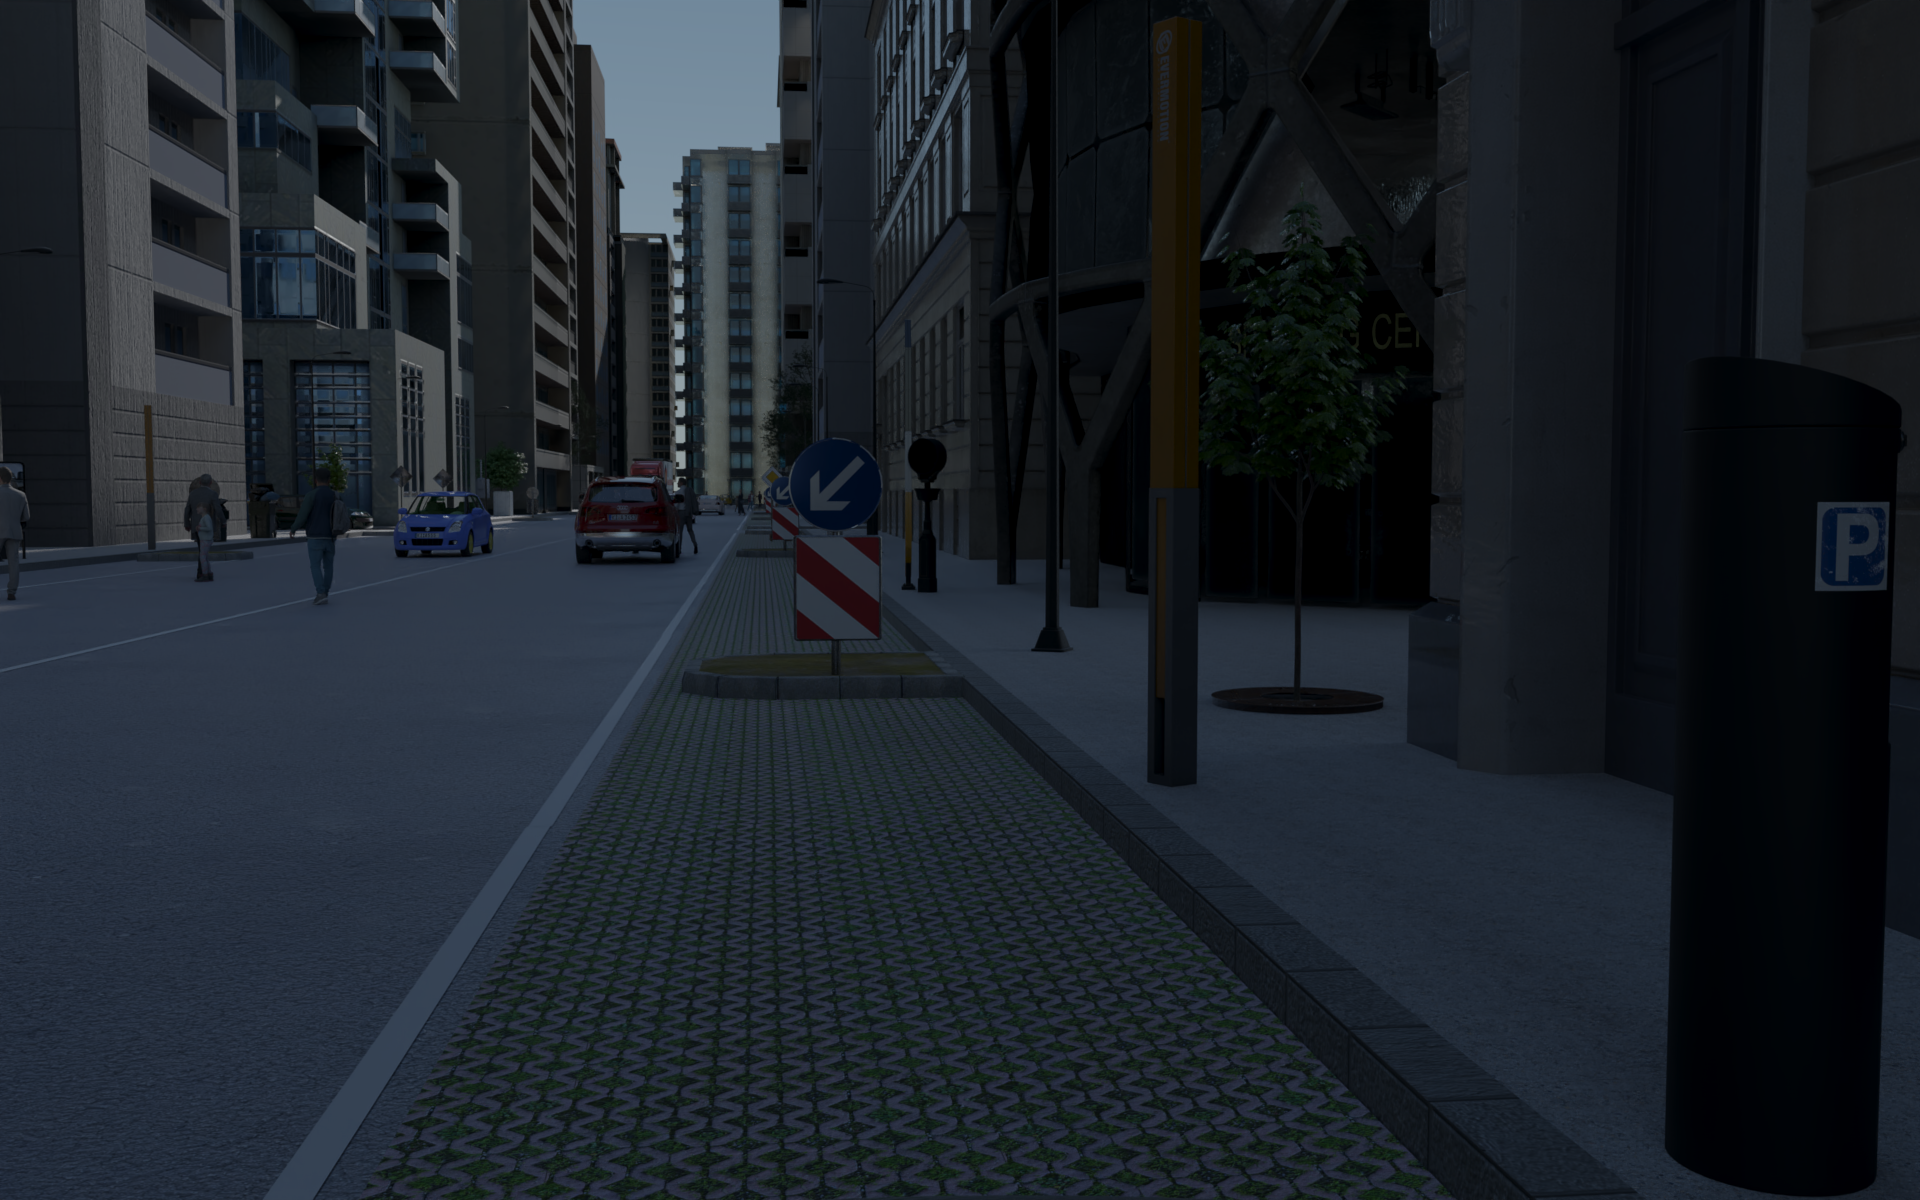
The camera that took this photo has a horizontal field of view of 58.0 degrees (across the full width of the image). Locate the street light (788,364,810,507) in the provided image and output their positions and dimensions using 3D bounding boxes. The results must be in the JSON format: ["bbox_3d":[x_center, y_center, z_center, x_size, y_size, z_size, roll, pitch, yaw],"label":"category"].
[{"bbox_3d":[-5.301,-5.475,62.056,1.470,5.913,1.316,0,4,-7],"label":"street light"}]

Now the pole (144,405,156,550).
[{"bbox_3d":[-18.617,-2.811,39.809,0.158,3.312,0.155,0,3,0],"label":"pole"}]

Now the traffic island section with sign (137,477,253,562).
[{"bbox_3d":[-16.604,-1.784,37.792,1.989,1.847,2.006,0,4,-7],"label":"traffic island section with sign"}]

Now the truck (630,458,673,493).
[{"bbox_3d":[-24.600,-9.124,138.088,2.839,4.237,11.283,0,4,-5],"label":"truck"}]

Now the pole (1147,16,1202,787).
[{"bbox_3d":[0.940,-0.840,7.581,0.158,3.312,0.155,0,3,0],"label":"pole"}]

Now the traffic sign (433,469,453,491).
[{"bbox_3d":[-20.429,-3.965,68.473,0.795,2.450,0.064,0,4,-7],"label":"traffic sign"}]

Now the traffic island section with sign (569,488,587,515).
[{"bbox_3d":[-26.056,-6.831,120.315,1.989,1.847,2.006,0,4,-7],"label":"traffic island section with sign"}]

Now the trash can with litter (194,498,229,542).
[{"bbox_3d":[-20.082,-2.135,46.290,1.055,1.170,0.624,1,4,16],"label":"trash can with litter"}]

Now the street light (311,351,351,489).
[{"bbox_3d":[-20.421,-5.117,56.212,1.470,5.913,1.316,0,4,-7],"label":"street light"}]

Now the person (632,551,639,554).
[{"bbox_3d":[-7.868,-2.033,41.868,0.709,1.813,0.853,-3,4,-37],"label":"person"}]

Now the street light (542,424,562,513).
[{"bbox_3d":[-27.232,-8.745,115.518,1.470,5.913,1.316,0,4,-7],"label":"street light"}]

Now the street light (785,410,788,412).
[{"bbox_3d":[-6.460,-6.110,72.439,1.470,5.913,1.316,0,4,-7],"label":"street light"}]

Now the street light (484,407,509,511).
[{"bbox_3d":[-24.646,-7.305,91.985,1.470,5.913,1.316,0,4,-7],"label":"street light"}]

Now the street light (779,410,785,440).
[{"bbox_3d":[-9.131,-7.549,95.962,1.470,5.913,1.316,0,4,-7],"label":"street light"}]

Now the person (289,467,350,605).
[{"bbox_3d":[-8.331,-0.843,22.636,0.721,1.781,0.623,2,4,31],"label":"person"}]

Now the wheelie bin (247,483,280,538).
[{"bbox_3d":[-20.249,-2.593,50.308,0.980,1.594,0.693,0,4,-4],"label":"wheelie bin"}]

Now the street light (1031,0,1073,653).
[{"bbox_3d":[0.217,-2.533,13.954,1.470,5.913,1.316,0,4,-7],"label":"street light"}]

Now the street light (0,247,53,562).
[{"bbox_3d":[-17.773,-3.679,32.686,1.470,5.913,1.316,0,4,-7],"label":"street light"}]

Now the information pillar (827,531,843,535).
[{"bbox_3d":[-3.320,-2.536,45.958,0.304,2.012,0.304,2,4,32],"label":"information pillar"}]

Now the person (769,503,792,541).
[{"bbox_3d":[-5.351,-2.662,52.124,0.778,1.811,0.616,-3,5,-40],"label":"person"}]

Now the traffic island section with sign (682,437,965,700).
[{"bbox_3d":[-1.062,-0.264,12.946,1.989,1.847,2.006,0,4,-7],"label":"traffic island section with sign"}]

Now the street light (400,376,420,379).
[{"bbox_3d":[-21.900,-5.847,68.144,1.470,5.913,1.316,0,4,-7],"label":"street light"}]

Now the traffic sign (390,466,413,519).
[{"bbox_3d":[-19.520,-3.480,60.539,0.795,2.450,0.064,0,4,-7],"label":"traffic sign"}]

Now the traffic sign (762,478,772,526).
[{"bbox_3d":[-7.616,-4.053,69.914,0.795,2.450,0.064,0,4,-7],"label":"traffic sign"}]

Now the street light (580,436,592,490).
[{"bbox_3d":[-30.007,-10.202,139.345,1.470,5.913,1.316,0,4,-7],"label":"street light"}]

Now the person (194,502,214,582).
[{"bbox_3d":[-12.362,-0.950,28.313,0.425,1.301,0.394,3,5,39],"label":"person"}]

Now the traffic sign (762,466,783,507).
[{"bbox_3d":[-6.707,-3.568,61.980,0.795,2.450,0.064,0,4,-7],"label":"traffic sign"}]

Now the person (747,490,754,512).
[{"bbox_3d":[-16.860,-7.971,139.666,0.563,1.720,0.643,-3,4,-36],"label":"person"}]

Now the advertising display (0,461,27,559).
[{"bbox_3d":[-18.848,-1.756,33.932,0.974,1.923,0.123,-2,4,-35],"label":"advertising display"}]

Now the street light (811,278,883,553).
[{"bbox_3d":[-2.388,-3.972,37.485,1.470,5.913,1.316,0,4,-7],"label":"street light"}]

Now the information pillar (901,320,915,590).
[{"bbox_3d":[-0.692,-1.943,23.115,0.183,3.616,0.504,0,4,-2],"label":"information pillar"}]

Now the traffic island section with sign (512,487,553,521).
[{"bbox_3d":[-22.933,-5.161,93.012,1.989,1.847,2.006,0,4,-7],"label":"traffic island section with sign"}]

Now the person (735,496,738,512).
[{"bbox_3d":[-17.712,-7.636,137.616,0.475,1.303,0.640,2,4,28],"label":"person"}]

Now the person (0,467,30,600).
[{"bbox_3d":[-12.956,-0.900,23.413,0.583,1.804,0.606,2,4,31],"label":"person"}]

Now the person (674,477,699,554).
[{"bbox_3d":[-6.555,-2.011,41.487,0.679,1.850,0.850,-3,5,-44],"label":"person"}]

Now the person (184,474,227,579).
[{"bbox_3d":[-12.839,-1.262,29.531,0.661,1.777,0.834,0,4,1],"label":"person"}]
